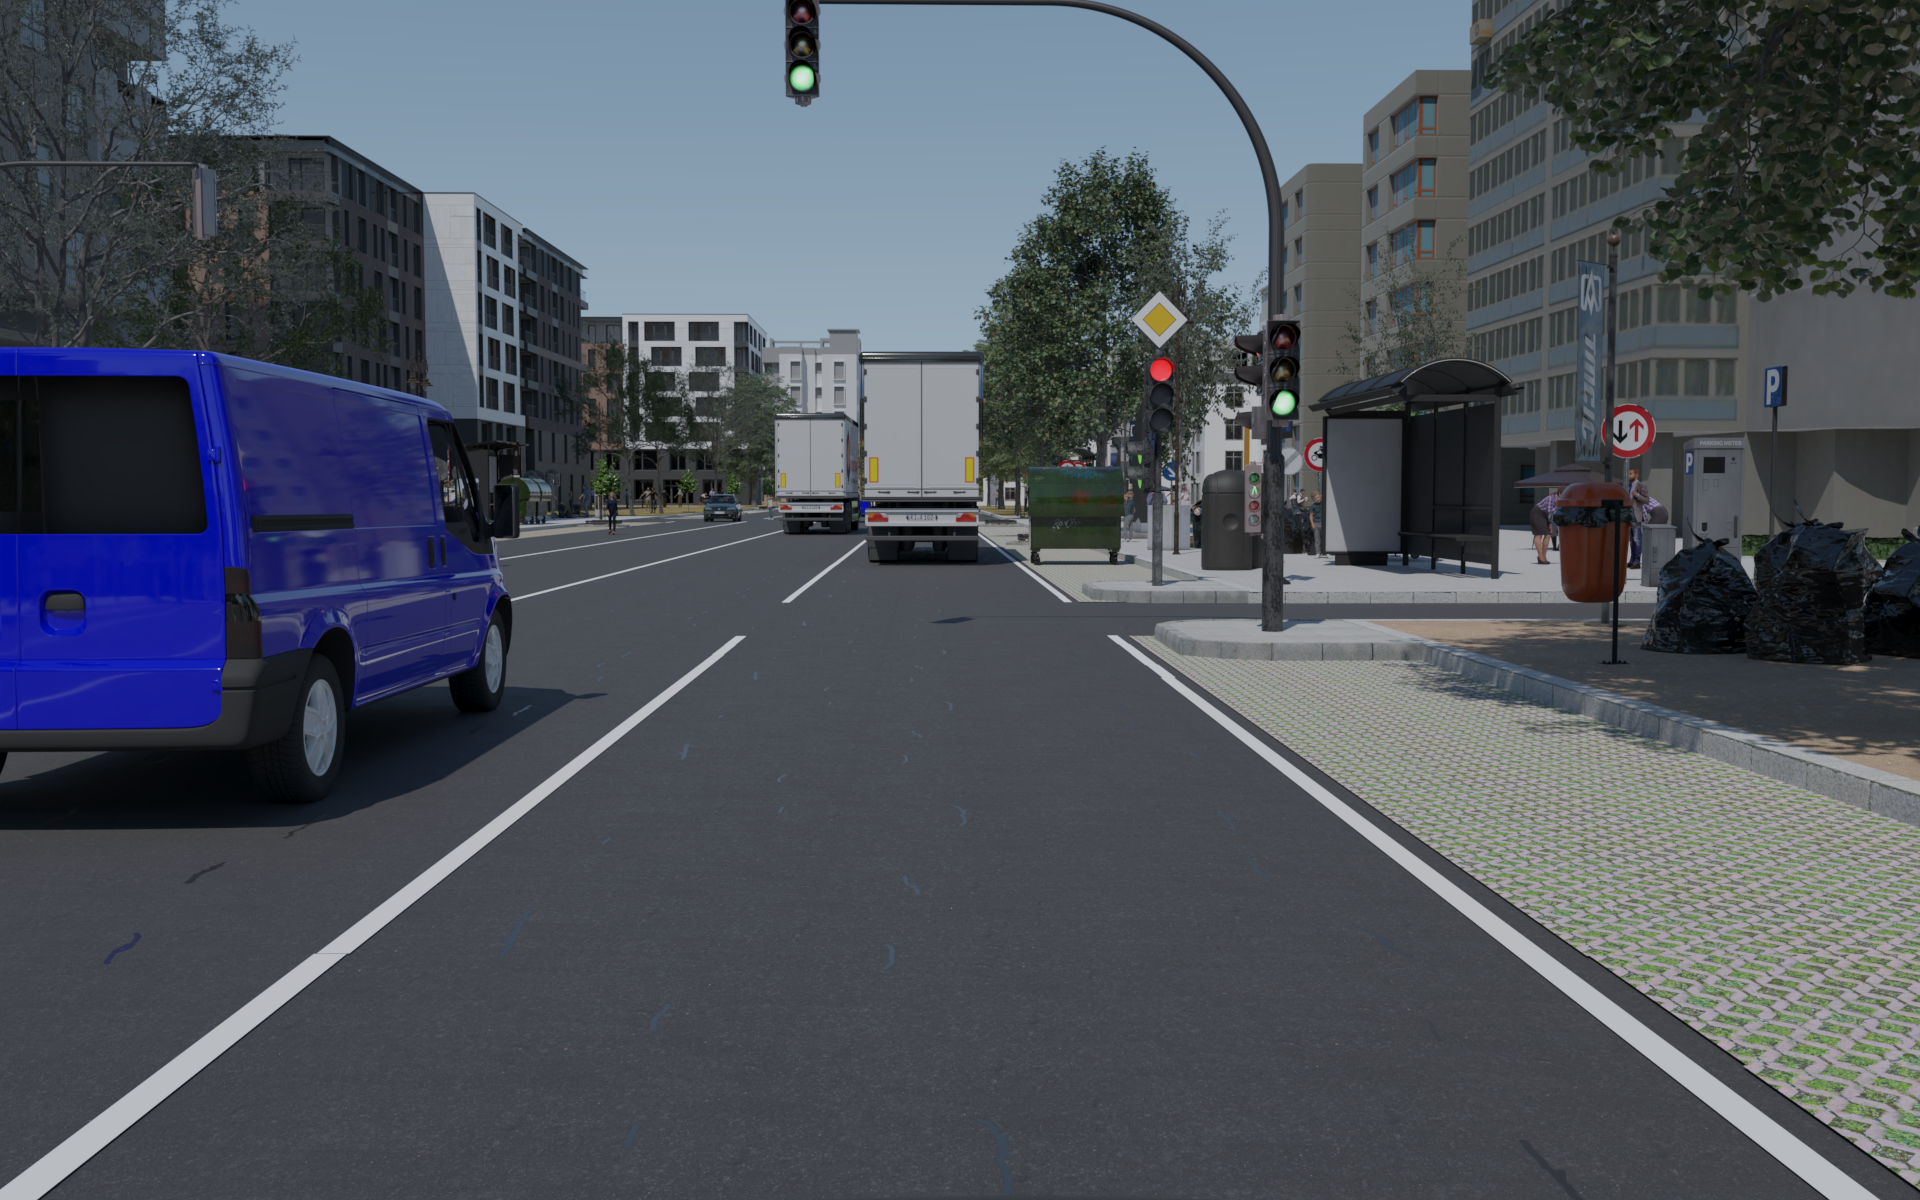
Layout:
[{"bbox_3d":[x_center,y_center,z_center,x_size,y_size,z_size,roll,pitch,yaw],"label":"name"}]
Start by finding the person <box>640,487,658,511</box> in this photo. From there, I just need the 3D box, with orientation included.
[{"bbox_3d":[-23.078,-7.477,128.289,1.348,1.824,0.705,-1,4,-22],"label":"person"}]

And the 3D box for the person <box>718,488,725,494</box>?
[{"bbox_3d":[-19.652,-8.371,142.929,1.348,1.822,0.705,2,4,29],"label":"person"}]

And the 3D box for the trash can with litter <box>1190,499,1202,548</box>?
[{"bbox_3d":[5.579,-1.813,41.033,0.624,1.170,1.055,-2,4,-24],"label":"trash can with litter"}]

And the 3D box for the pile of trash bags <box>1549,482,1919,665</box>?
[{"bbox_3d":[6.205,-0.244,13.736,3.447,1.369,1.912,-1,4,-19],"label":"pile of trash bags"}]

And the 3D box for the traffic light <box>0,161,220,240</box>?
[{"bbox_3d":[-12.651,-3.005,23.807,4.771,5.953,1.251,0,4,-1],"label":"traffic light"}]

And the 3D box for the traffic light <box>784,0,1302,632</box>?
[{"bbox_3d":[0.804,-2.523,15.924,4.771,5.953,1.251,0,4,-1],"label":"traffic light"}]

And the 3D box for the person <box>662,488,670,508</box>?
[{"bbox_3d":[-27.281,-9.451,160.202,1.348,1.869,0.705,3,5,41],"label":"person"}]

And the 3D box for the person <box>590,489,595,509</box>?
[{"bbox_3d":[-30.888,-8.565,145.945,0.709,1.838,0.599,0,4,-5],"label":"person"}]

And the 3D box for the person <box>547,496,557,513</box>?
[{"bbox_3d":[-28.425,-6.937,119.473,1.348,1.823,0.705,1,4,20],"label":"person"}]

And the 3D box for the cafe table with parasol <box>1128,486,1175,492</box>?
[{"bbox_3d":[10.824,-5.683,97.782,2.610,1.966,2.610,1,4,10],"label":"cafe table with parasol"}]

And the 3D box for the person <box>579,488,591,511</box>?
[{"bbox_3d":[-27.709,-7.475,128.271,0.705,1.823,1.348,2,4,25],"label":"person"}]

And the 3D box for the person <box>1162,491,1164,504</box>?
[{"bbox_3d":[15.565,-7.802,134.404,0.742,1.727,0.445,2,4,29],"label":"person"}]

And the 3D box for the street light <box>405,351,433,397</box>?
[{"bbox_3d":[-17.389,-5.080,55.845,0.468,5.910,1.993,0,4,-1],"label":"street light"}]

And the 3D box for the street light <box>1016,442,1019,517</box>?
[{"bbox_3d":[3.298,-7.714,98.911,0.468,5.910,1.993,0,4,-1],"label":"street light"}]

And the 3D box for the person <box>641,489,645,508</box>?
[{"bbox_3d":[-29.861,-9.582,163.536,0.721,1.723,1.217,-1,4,-14],"label":"person"}]

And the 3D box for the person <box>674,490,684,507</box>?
[{"bbox_3d":[-26.968,-9.767,166.456,0.721,1.736,1.217,3,4,39],"label":"person"}]

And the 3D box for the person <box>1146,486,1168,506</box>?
[{"bbox_3d":[4.674,-2.015,41.057,0.516,1.574,0.319,1,4,16],"label":"person"}]

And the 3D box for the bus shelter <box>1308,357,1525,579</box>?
[{"bbox_3d":[7.307,-2.112,28.451,2.014,3.302,5.546,0,4,-1],"label":"bus shelter"}]

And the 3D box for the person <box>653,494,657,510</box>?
[{"bbox_3d":[-25.337,-8.342,142.972,0.750,1.759,0.617,3,5,41],"label":"person"}]

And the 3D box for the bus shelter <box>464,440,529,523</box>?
[{"bbox_3d":[-21.196,-5.365,78.996,1.731,3.624,6.357,0,4,-1],"label":"bus shelter"}]

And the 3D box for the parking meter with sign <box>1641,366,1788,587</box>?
[{"bbox_3d":[10.348,-1.686,23.832,1.738,3.016,0.543,0,4,3],"label":"parking meter with sign"}]

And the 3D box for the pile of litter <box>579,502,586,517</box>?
[{"bbox_3d":[-21.058,-4.986,95.482,1.719,0.858,1.176,0,4,0],"label":"pile of litter"}]

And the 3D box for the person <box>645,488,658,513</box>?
[{"bbox_3d":[-20.699,-6.706,116.518,1.217,1.723,0.721,2,4,27],"label":"person"}]

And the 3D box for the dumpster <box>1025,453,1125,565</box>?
[{"bbox_3d":[2.311,-1.838,34.998,1.985,2.255,1.502,0,4,0],"label":"dumpster"}]

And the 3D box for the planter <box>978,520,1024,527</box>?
[{"bbox_3d":[1.744,-3.346,75.849,1.991,0.319,1.994,0,4,-1],"label":"planter"}]

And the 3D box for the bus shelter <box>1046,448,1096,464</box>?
[{"bbox_3d":[4.999,-5.111,77.482,2.014,3.302,5.546,0,4,-1],"label":"bus shelter"}]

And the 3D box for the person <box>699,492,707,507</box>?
[{"bbox_3d":[-24.931,-9.729,168.305,0.799,1.438,0.628,-2,4,-33],"label":"person"}]

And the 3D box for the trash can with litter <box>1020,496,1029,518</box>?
[{"bbox_3d":[4.052,-4.979,92.467,2.233,1.210,1.678,1,4,12],"label":"trash can with litter"}]

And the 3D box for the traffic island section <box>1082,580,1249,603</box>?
[{"bbox_3d":[2.777,-0.118,24.205,2.009,0.180,2.903,0,4,-1],"label":"traffic island section"}]

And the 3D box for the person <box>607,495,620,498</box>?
[{"bbox_3d":[-30.437,-8.952,152.402,1.348,1.824,0.705,-3,5,-41],"label":"person"}]

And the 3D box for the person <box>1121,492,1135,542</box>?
[{"bbox_3d":[4.445,-2.209,46.065,0.340,1.345,0.435,1,4,23],"label":"person"}]

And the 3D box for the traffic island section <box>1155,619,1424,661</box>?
[{"bbox_3d":[2.934,0.371,16.221,2.009,0.180,2.903,0,4,-1],"label":"traffic island section"}]

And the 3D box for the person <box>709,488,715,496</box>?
[{"bbox_3d":[-23.823,-9.836,166.731,0.709,1.838,0.599,-1,4,-12],"label":"person"}]

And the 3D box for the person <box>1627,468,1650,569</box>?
[{"bbox_3d":[11.475,-1.393,29.640,0.431,1.722,0.655,0,4,-6],"label":"person"}]

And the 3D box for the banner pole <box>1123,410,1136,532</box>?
[{"bbox_3d":[5.105,-3.769,51.641,0.863,3.779,0.401,3,5,42],"label":"banner pole"}]

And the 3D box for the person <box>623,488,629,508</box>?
[{"bbox_3d":[-30.332,-9.264,157.596,0.705,1.814,1.350,1,4,9],"label":"person"}]

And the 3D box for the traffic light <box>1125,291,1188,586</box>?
[{"bbox_3d":[2.736,-2.151,24.090,0.839,4.253,0.868,0,4,-1],"label":"traffic light"}]

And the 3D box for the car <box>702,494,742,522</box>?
[{"bbox_3d":[-12.403,-4.941,90.564,2.009,1.686,4.222,0,4,-3],"label":"car"}]

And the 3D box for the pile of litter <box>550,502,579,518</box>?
[{"bbox_3d":[-21.234,-4.762,91.825,1.719,0.858,1.176,-1,4,-14],"label":"pile of litter"}]

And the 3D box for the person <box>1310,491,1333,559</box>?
[{"bbox_3d":[7.170,-1.493,34.367,0.435,1.345,0.340,0,4,6],"label":"person"}]

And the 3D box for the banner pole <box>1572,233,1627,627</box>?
[{"bbox_3d":[6.103,-1.625,16.590,0.863,3.779,0.401,-3,5,-40],"label":"banner pole"}]

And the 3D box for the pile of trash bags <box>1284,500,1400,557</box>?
[{"bbox_3d":[7.978,-1.644,36.628,1.912,1.369,3.447,-2,4,-34],"label":"pile of trash bags"}]

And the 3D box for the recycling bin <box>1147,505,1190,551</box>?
[{"bbox_3d":[4.782,-1.658,39.658,0.722,1.027,0.722,-3,5,-43],"label":"recycling bin"}]

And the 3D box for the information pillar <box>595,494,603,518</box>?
[{"bbox_3d":[-18.993,-5.295,91.069,0.304,2.012,0.304,3,4,37],"label":"information pillar"}]

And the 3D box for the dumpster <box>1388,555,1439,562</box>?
[{"bbox_3d":[8.517,-1.694,33.450,1.264,1.857,1.865,0,4,-1],"label":"dumpster"}]

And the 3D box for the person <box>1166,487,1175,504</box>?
[{"bbox_3d":[15.427,-7.265,124.835,1.348,1.824,0.705,1,4,19],"label":"person"}]

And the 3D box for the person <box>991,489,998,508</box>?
[{"bbox_3d":[3.367,-9.150,156.348,1.217,1.736,0.721,0,4,-2],"label":"person"}]

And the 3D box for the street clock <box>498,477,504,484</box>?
[{"bbox_3d":[-19.859,-4.330,75.366,0.471,2.002,0.358,2,4,27],"label":"street clock"}]

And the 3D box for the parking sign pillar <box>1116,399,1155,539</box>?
[{"bbox_3d":[5.315,-3.766,50.039,1.447,3.967,1.447,0,4,-6],"label":"parking sign pillar"}]

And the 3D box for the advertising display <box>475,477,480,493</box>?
[{"bbox_3d":[-18.546,-3.671,65.234,0.974,1.923,0.123,-3,5,-43],"label":"advertising display"}]

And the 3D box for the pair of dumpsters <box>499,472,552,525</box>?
[{"bbox_3d":[-18.523,-4.339,73.437,1.574,2.255,4.437,0,4,-1],"label":"pair of dumpsters"}]

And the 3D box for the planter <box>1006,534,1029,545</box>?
[{"bbox_3d":[2.293,-1.698,48.896,1.991,0.319,1.994,0,4,-1],"label":"planter"}]

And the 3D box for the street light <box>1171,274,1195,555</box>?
[{"bbox_3d":[4.583,-3.898,36.513,0.468,5.910,1.993,0,4,-1],"label":"street light"}]

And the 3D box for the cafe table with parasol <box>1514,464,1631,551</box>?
[{"bbox_3d":[13.862,-2.102,39.228,2.610,1.966,2.610,1,4,11],"label":"cafe table with parasol"}]

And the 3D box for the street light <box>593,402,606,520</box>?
[{"bbox_3d":[-18.017,-6.969,86.736,0.468,5.910,1.993,0,4,-1],"label":"street light"}]

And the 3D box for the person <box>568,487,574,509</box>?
[{"bbox_3d":[-24.154,-6.139,107.133,0.721,1.735,1.217,-1,4,-14],"label":"person"}]

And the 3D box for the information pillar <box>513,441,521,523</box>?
[{"bbox_3d":[-19.544,-5.200,76.375,0.183,3.616,0.504,-3,4,-37],"label":"information pillar"}]
